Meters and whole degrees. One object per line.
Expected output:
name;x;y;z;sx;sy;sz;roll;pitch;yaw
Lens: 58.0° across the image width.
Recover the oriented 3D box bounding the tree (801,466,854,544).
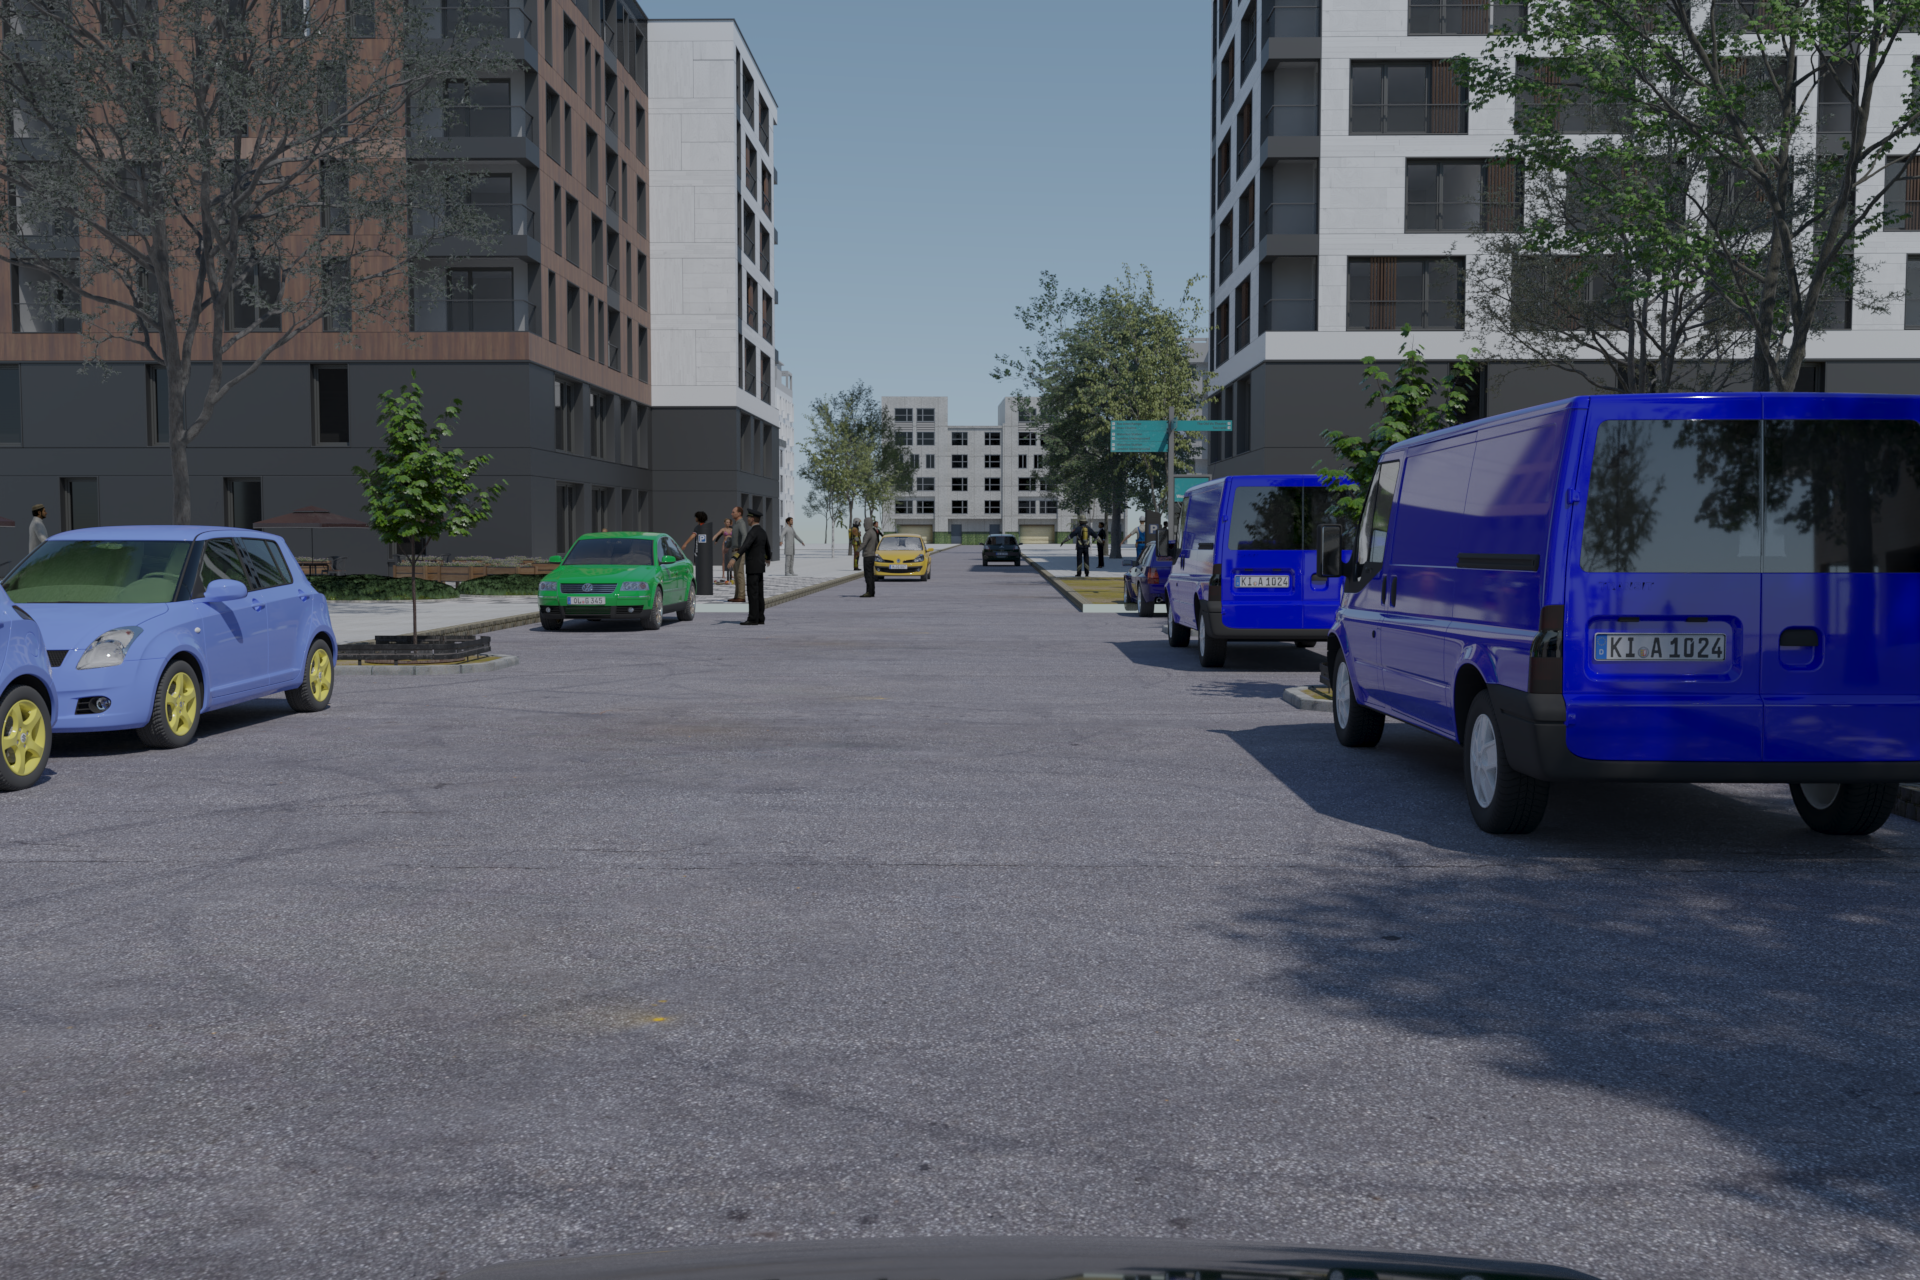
tree;-17.470;-18.023;229.090;7.601;10.594;8.767;0;4;-5

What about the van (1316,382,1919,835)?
van;3.462;-0.338;9.906;2.240;2.365;5.245;0;4;1

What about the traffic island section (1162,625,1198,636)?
traffic island section;3.964;-0.138;25.117;1.991;0.108;1.994;0;4;0

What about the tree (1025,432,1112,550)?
tree;9.263;-12.415;137.396;8.767;10.594;7.601;0;4;6

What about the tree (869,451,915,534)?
tree;-6.199;-11.283;134.841;4.360;8.622;3.978;0;3;0

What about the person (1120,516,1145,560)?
person;5.601;-2.902;53.310;1.347;1.847;0.705;0;4;0

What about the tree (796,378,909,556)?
tree;-6.247;-10.294;102.717;7.601;10.594;8.767;-3;5;-40

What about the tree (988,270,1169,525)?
tree;8.390;-16.405;124.117;12.611;20.169;13.585;0;3;0

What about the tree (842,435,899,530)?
tree;-6.023;-10.133;116.029;4.737;8.622;4.395;0;3;0

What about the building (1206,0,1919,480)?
building;23.258;-13.616;66.592;27.936;21.610;32.646;0;4;1

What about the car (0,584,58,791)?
car;-6.089;0.072;8.412;1.945;1.707;3.694;0;4;1

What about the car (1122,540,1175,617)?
car;3.946;-1.143;31.275;1.945;1.354;3.894;0;3;0

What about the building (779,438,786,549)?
building;-20.209;-13.116;156.599;9.099;9.664;28.070;0;4;2

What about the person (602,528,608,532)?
person;-9.520;-2.269;46.370;0.991;1.433;0.599;0;4;0

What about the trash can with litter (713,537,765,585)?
trash can with litter;-5.740;-2.033;44.290;1.678;1.210;2.233;0;4;0

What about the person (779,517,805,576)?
person;-5.199;-2.870;53.111;0.705;1.806;1.347;2;4;26

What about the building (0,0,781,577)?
building;-22.906;-13.650;67.149;27.936;21.610;32.646;0;4;1

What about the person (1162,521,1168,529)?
person;8.291;-3.885;69.658;0.704;1.812;1.346;-2;4;-24

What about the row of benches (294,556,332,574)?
row of benches;-19.320;-1.940;47.181;4.104;0.672;1.422;-1;4;-15

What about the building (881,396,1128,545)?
building;5.464;-22.046;229.364;31.486;18.905;16.747;0;4;-2

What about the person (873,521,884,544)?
person;-3.381;-3.905;70.031;0.705;1.806;1.347;3;5;41

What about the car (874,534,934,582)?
car;-1.796;-2.644;53.459;2.015;1.641;3.980;0;4;1

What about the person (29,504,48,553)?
person;-16.507;-1.532;31.133;0.704;1.819;1.344;-3;4;-36

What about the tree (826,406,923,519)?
tree;-6.101;-11.560;123.422;8.767;10.594;7.601;3;4;37

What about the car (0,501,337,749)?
car;-6.012;-0.190;12.702;1.945;1.707;3.694;0;4;1

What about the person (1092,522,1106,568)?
person;5.238;-3.585;65.337;0.721;1.740;1.216;-1;4;-16

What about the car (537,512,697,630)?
car;-5.326;-1.129;27.252;1.959;1.807;4.718;0;4;1

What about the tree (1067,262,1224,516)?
tree;5.193;-5.874;46.400;4.737;8.622;4.395;0;3;0

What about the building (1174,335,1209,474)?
building;24.930;-18.789;163.615;16.016;20.090;11.380;0;4;1

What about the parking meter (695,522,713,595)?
parking meter;-5.368;-1.707;36.321;0.372;1.533;0.369;0;3;0

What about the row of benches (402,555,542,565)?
row of benches;-14.021;-2.091;49.655;4.104;0.672;1.422;0;3;0

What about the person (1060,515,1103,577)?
person;3.682;-2.827;52.001;1.354;1.856;0.705;-1;4;-13

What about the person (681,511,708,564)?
person;-6.196;-2.143;41.185;0.704;1.843;1.345;1;4;21

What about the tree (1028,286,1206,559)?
tree;8.251;-11.254;90.666;9.857;13.997;8.962;0;3;0

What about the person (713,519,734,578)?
person;-6.699;-2.651;50.147;1.217;1.733;0.721;-2;4;-32

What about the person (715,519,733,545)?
person;-7.998;-3.312;60.376;1.346;1.802;0.704;1;4;22

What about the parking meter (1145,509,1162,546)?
parking meter;4.519;-2.124;40.443;0.399;1.863;0.255;0;4;0

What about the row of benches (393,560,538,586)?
row of benches;-11.567;-1.512;40.184;4.104;0.672;1.422;2;4;29

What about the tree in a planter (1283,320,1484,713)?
tree in a planter;3.782;-1.057;14.511;1.991;3.239;1.994;0;4;1

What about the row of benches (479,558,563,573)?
row of benches;-10.490;-1.769;44.392;4.104;0.672;1.422;1;4;13

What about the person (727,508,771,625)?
person;-3.259;-1.157;27.303;0.705;1.837;1.347;1;4;20

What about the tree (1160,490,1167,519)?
tree;30.519;-19.544;226.193;9.857;13.997;8.962;0;3;0

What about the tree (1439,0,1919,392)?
tree;9.761;-5.794;20.491;9.928;11.665;9.643;0;3;0

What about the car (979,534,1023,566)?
car;1.867;-4.202;78.490;2.009;1.686;4.222;0;4;1

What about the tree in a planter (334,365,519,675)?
tree in a planter;-5.853;-1.301;18.498;1.991;3.239;1.994;0;4;1

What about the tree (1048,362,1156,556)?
tree;8.739;-10.760;101.675;9.928;11.665;9.643;0;3;0

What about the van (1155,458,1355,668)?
van;3.555;-0.969;20.233;2.240;2.365;5.245;0;4;0

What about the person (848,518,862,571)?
person;-3.585;-3.348;60.516;0.705;1.858;1.354;0;4;-1

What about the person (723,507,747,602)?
person;-4.194;-1.610;32.591;0.705;1.796;1.348;-1;4;-21

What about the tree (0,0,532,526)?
tree;-11.049;-6.981;24.508;12.009;13.543;11.850;0;3;0

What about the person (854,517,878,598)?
person;-2.091;-1.871;39.184;0.705;1.813;1.348;1;4;15

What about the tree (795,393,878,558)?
tree;-6.470;-8.620;91.301;4.737;8.622;4.395;0;3;0

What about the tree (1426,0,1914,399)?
tree;15.315;-7.832;38.421;12.009;13.543;11.850;0;3;0

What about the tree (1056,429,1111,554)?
tree;8.566;-9.882;111.927;4.360;8.622;3.978;0;3;0

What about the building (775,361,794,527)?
building;-24.661;-20.398;189.923;16.016;20.090;11.380;0;4;1

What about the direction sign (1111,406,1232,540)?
direction sign;4.404;-2.876;35.788;2.525;3.948;1.411;0;4;2

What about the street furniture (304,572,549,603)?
street furniture;-13.091;-1.201;35.265;10.072;0.657;5.734;0;4;2
